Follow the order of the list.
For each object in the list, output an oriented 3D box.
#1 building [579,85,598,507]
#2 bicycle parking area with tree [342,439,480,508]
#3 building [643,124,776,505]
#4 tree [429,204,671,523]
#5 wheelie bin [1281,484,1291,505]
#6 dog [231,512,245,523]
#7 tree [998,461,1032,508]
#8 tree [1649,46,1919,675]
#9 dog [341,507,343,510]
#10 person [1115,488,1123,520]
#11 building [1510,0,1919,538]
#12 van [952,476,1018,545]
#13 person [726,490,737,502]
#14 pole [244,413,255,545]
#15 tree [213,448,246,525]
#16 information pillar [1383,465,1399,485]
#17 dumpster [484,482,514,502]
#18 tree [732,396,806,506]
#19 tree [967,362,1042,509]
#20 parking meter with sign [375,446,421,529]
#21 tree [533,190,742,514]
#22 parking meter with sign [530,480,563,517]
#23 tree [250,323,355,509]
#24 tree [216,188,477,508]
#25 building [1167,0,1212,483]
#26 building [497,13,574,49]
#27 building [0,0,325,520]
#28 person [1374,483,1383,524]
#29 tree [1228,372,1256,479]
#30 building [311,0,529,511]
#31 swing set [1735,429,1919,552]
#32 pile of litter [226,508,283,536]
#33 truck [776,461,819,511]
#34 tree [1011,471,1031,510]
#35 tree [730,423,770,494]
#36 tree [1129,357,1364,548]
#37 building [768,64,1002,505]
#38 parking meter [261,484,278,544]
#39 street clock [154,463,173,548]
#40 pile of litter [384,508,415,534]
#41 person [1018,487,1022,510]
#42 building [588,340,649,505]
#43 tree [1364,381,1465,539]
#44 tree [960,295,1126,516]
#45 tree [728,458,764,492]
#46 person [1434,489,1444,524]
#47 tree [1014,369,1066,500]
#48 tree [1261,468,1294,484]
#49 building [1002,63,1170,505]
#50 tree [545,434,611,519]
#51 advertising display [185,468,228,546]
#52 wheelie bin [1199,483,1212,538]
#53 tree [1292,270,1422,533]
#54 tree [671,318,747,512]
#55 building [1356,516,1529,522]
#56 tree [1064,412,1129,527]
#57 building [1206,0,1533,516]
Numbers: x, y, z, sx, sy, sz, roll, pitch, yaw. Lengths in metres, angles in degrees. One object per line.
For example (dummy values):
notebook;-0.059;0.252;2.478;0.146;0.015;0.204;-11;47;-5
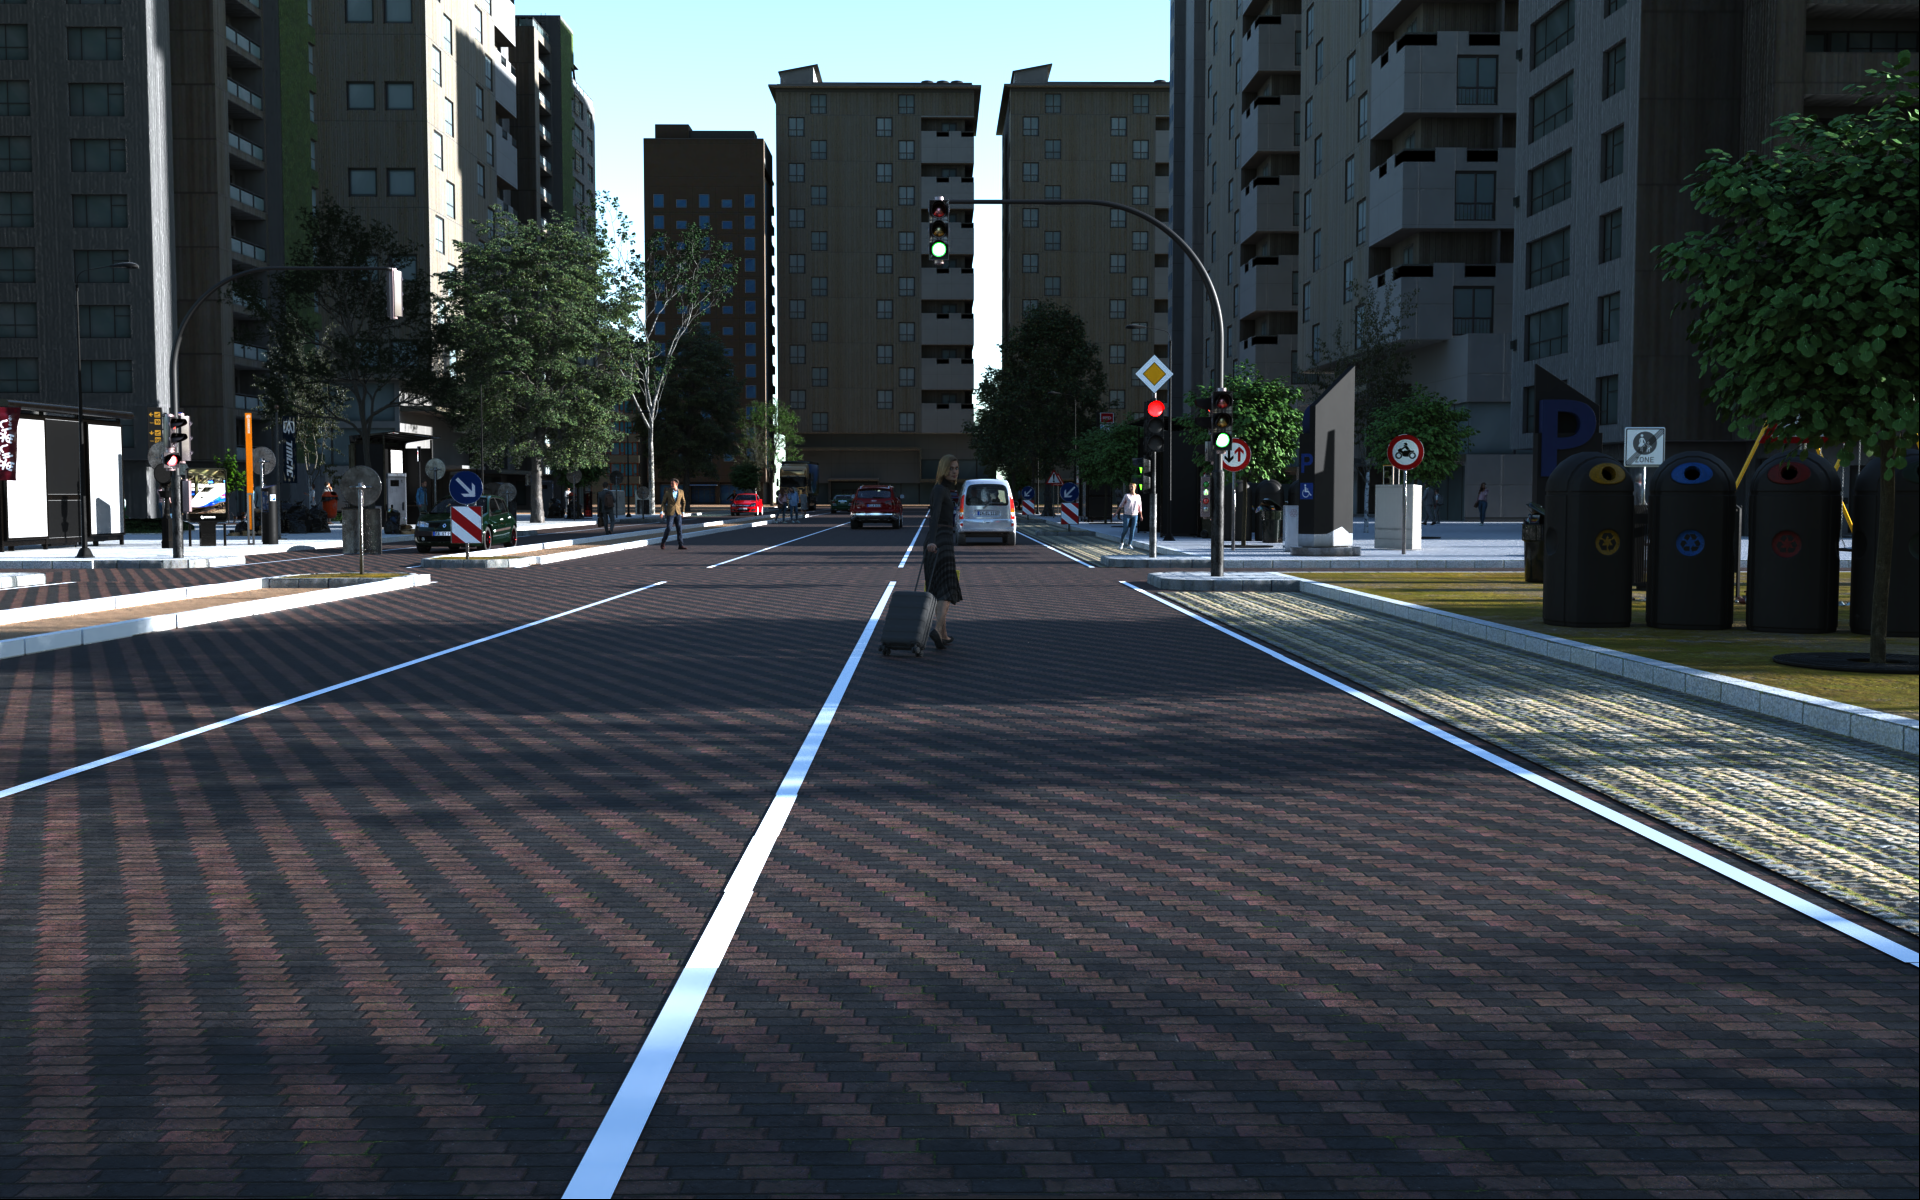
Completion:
building;-42.221;-29.417;164.561;14.086;41.232;14.154;0;4;-1
bicycle parking area with tree;-27.971;-6.357;90.933;8.231;4.147;9.016;0;4;5
building;-30.437;-34.431;213.060;14.200;45.320;14.600;0;4;-1
tree;-18.842;-10.435;77.270;9.857;13.997;8.962;0;3;0
wheelie bin;10.124;-2.777;53.306;0.980;1.594;0.693;-1;4;-11
dog;-31.288;-3.564;75.103;0.406;0.507;0.540;0;4;1
tree;5.152;-10.539;156.032;4.285;4.588;4.351;0;3;0
tree;6.814;-1.782;12.846;4.285;4.588;4.351;0;3;0
dog;-35.881;-5.147;100.989;0.406;0.507;0.540;-2;4;-27
person;7.985;-4.878;86.071;0.520;1.790;0.573;3;5;45
building;26.883;-17.345;55.292;14.107;30.474;14.160;0;4;-1
van;0.702;-2.607;49.635;2.013;2.044;4.112;0;4;-1
person;-15.596;-6.764;119.921;1.217;1.723;0.721;-1;4;-15
pole;-17.891;-3.044;43.614;0.158;3.312;0.155;0;3;0
tree;-30.554;-4.769;72.582;1.663;3.219;1.824;0;3;0
information pillar;10.840;-2.391;43.591;0.304;2.012;0.304;3;5;45
dumpster;-22.653;-4.833;84.784;1.264;1.857;1.865;0;4;-1
tree;-20.289;-15.875;185.317;9.928;11.665;9.643;0;3;0
tree;4.192;-14.024;147.418;7.486;12.596;7.792;0;3;0
parking meter with sign;-20.551;-4.089;63.112;1.738;3.016;0.543;-1;4;-21
tree;-21.145;-15.538;109.943;12.611;20.169;13.585;0;3;0
parking meter with sign;-22.758;-6.060;95.345;1.738;3.016;0.543;0;4;-2
tree;-26.274;-7.303;69.768;4.360;8.622;3.978;0;3;0
tree;-18.511;-7.286;53.533;7.601;10.594;8.767;0;4;3
building;29.558;-37.624;157.147;21.231;58.520;28.212;0;4;-1
building;-40.245;-28.132;143.546;14.154;41.232;14.086;0;4;-1
building;-41.389;-24.611;85.981;14.154;41.232;14.086;0;4;-1
person;16.806;-3.804;69.069;0.643;1.720;0.563;0;4;-1
tree;16.781;-9.357;103.347;4.360;8.622;3.978;0;3;0
building;-47.307;-32.606;122.350;28.713;52.752;27.495;0;4;-1
swing set;12.570;-1.667;24.878;2.862;2.851;3.119;0;4;0
pile of litter;-21.701;-2.407;53.322;1.719;0.858;1.176;0;4;-4
truck;-13.948;-9.844;149.866;2.839;4.237;11.283;0;4;0
tree;4.923;-9.015;142.000;1.663;3.219;1.824;0;3;0
tree;-20.655;-13.646;173.476;4.360;8.622;3.978;0;3;0
tree;6.789;-3.554;41.815;4.285;4.588;4.351;0;3;0
building;-9.225;-38.676;221.591;27.495;52.752;28.713;0;4;-1
parking meter;-17.617;-2.189;44.206;0.372;1.533;0.369;0;3;0
street clock;-18.776;-2.227;40.983;0.471;2.002;0.358;1;4;9
pile of litter;-17.985;-2.558;55.785;1.176;0.858;1.719;0;4;5
person;4.748;-7.980;136.508;0.705;1.826;1.348;0;4;-2
building;-52.972;-22.951;220.286;28.899;21.520;27.650;0;4;-1
tree;13.320;-4.067;50.208;4.285;4.588;4.351;0;3;0
tree;5.028;-11.205;100.209;9.611;12.733;9.660;0;3;0
tree;-19.633;-10.717;158.933;4.285;4.588;4.351;0;3;0
person;20.650;-4.057;74.963;0.523;1.515;0.503;0;4;3
tree;5.562;-11.691;125.564;7.601;10.594;8.767;-1;4;-17
tree;17.713;-6.186;95.739;1.663;3.219;1.824;0;3;0
building;18.787;-38.657;221.283;27.495;52.752;28.713;0;4;-1
tree;-19.730;-6.438;88.972;4.285;4.588;4.351;0;3;0
advertising display;-18.565;-2.293;42.697;0.123;1.923;0.974;3;5;45
wheelie bin;7.375;-2.593;50.300;0.693;1.594;0.980;2;4;28
tree;13.388;-6.543;57.334;4.360;8.622;3.978;0;3;0
tree;-20.134;-13.471;126.905;9.857;13.997;8.962;0;3;0
building;34.205;-30.762;92.200;28.713;52.752;27.495;0;4;-1
tree;6.518;-5.111;67.273;4.285;4.588;4.351;0;3;0
building;33.569;-33.016;129.047;28.713;52.752;27.495;0;4;-1
